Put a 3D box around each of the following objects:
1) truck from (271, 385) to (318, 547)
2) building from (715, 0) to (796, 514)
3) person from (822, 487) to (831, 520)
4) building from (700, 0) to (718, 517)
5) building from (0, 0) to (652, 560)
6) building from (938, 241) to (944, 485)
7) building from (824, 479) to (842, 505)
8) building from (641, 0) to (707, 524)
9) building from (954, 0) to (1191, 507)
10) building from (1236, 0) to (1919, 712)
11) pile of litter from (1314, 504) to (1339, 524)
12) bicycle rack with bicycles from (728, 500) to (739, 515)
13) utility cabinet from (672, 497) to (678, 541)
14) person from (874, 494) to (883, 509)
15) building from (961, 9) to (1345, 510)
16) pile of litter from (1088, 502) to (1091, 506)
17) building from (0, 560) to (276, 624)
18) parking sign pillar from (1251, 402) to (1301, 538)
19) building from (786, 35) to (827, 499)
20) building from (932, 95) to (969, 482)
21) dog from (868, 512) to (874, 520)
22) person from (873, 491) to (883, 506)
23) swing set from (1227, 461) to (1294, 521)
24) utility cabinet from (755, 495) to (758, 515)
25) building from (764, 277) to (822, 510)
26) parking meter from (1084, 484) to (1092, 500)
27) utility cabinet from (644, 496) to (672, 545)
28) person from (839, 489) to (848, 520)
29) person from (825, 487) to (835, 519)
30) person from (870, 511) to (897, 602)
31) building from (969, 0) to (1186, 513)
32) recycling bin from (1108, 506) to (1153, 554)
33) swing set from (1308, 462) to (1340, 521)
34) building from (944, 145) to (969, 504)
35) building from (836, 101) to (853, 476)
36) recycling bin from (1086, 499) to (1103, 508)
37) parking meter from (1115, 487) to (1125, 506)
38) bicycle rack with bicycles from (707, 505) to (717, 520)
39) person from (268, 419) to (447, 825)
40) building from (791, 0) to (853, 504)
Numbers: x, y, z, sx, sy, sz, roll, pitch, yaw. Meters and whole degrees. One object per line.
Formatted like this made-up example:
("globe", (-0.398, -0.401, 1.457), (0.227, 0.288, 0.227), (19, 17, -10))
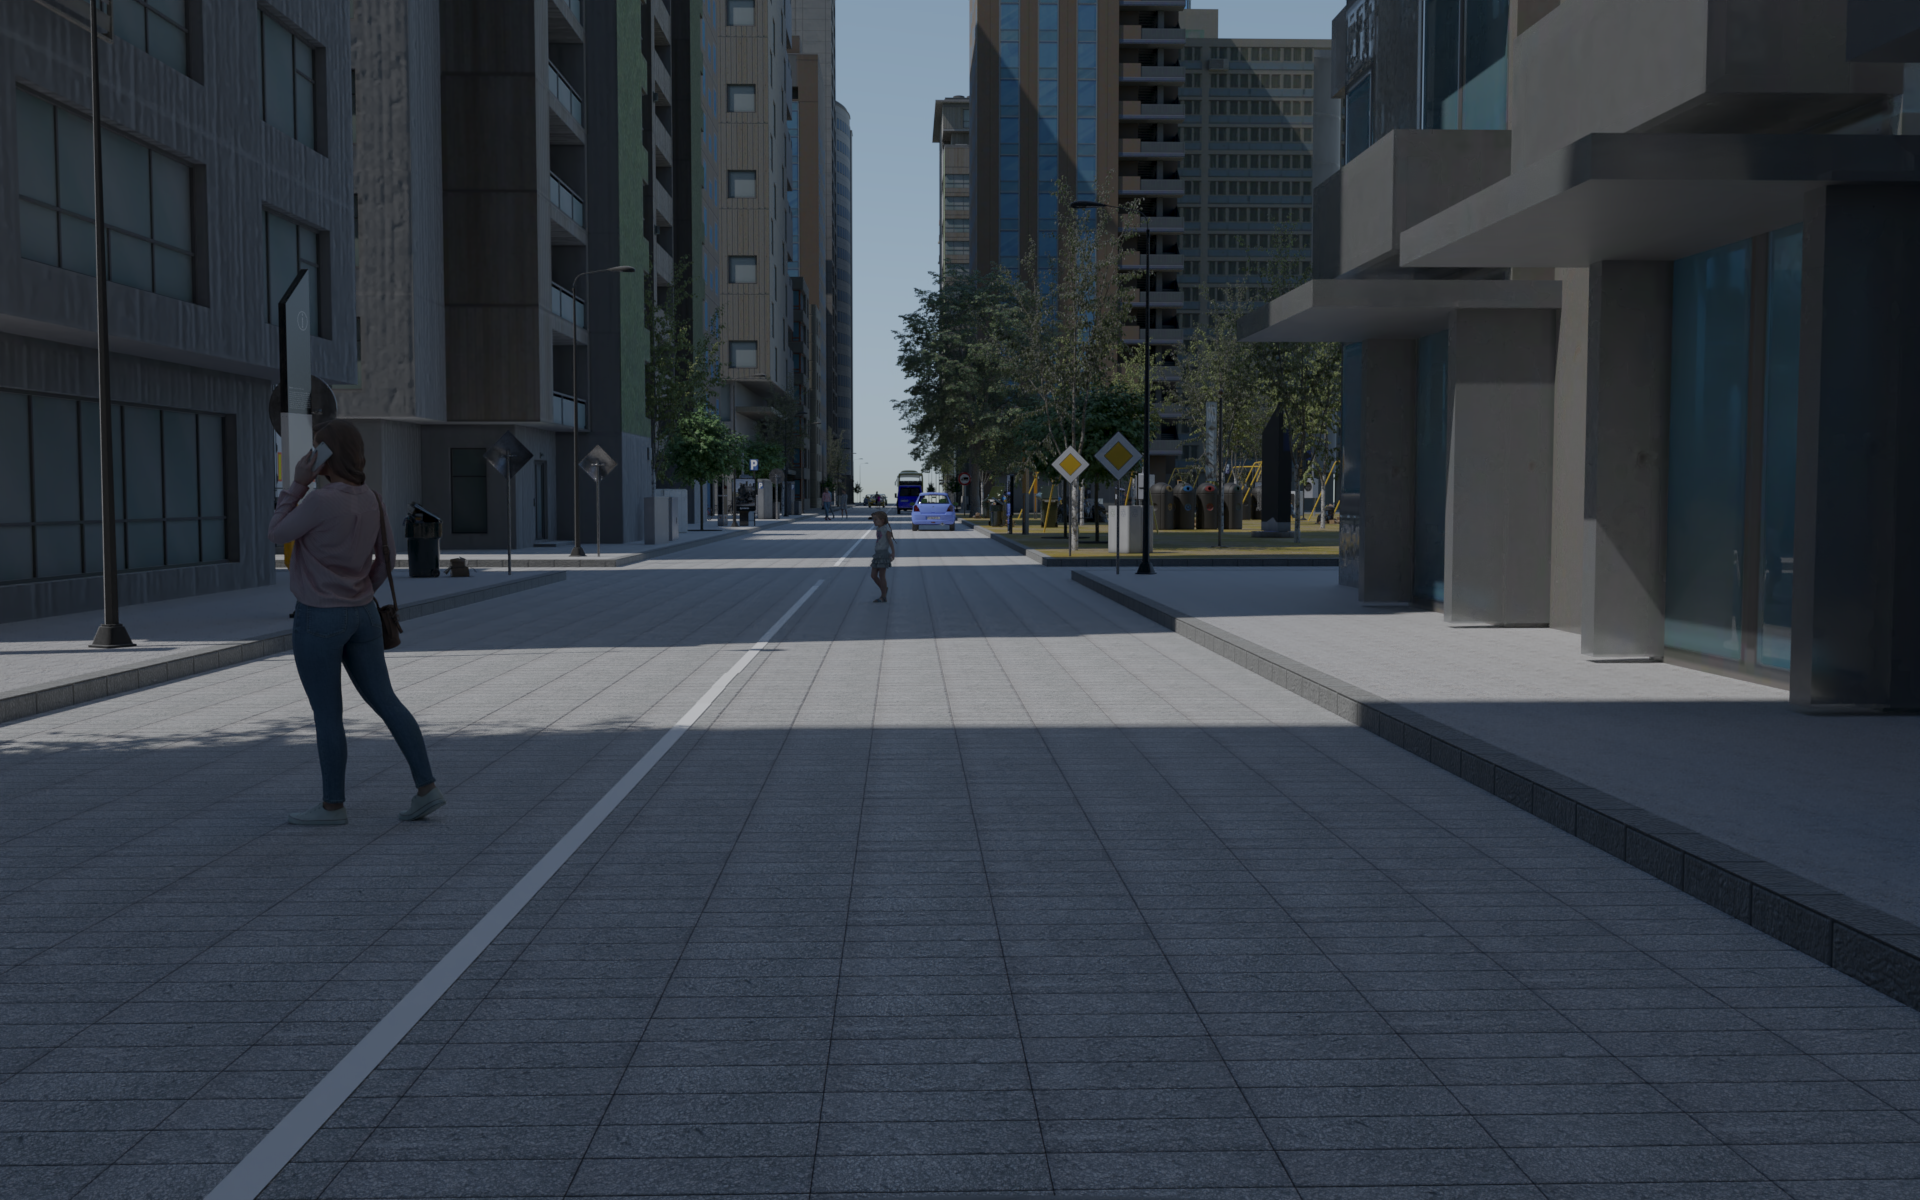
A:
("truck", (-17.519, -2.562, 30.807), (11.283, 4.237, 2.839), (0, 4, -4))
("building", (-26.000, -32.633, 122.793), (28.713, 52.752, 27.495), (0, 4, -2))
("person", (-7.266, -5.245, 94.261), (0.555, 1.821, 0.388), (-3, 4, -37))
("building", (-20.667, -27.089, 93.021), (14.600, 45.320, 14.200), (0, 4, -2))
("building", (-15.666, -21.895, 41.580), (14.154, 41.232, 14.086), (0, 4, -2))
("building", (7.921, -36.746, 255.419), (22.147, 44.769, 28.867), (0, 4, -2))
("building", (-30.466, -31.443, 205.968), (32.217, 40.220, 23.993), (0, 4, -2))
("building", (-18.385, -18.332, 71.423), (14.160, 30.474, 14.107), (0, 4, -2))
("building", (10.978, -52.371, 168.931), (22.319, 86.520, 31.000), (0, 4, -2))
("building", (15.319, -23.920, 10.702), (23.786, 49.044, 30.456), (0, 4, -2))
("pile of litter", (16.151, -3.730, 74.951), (1.719, 0.858, 1.176), (0, 4, -1))
("bicycle rack with bicycles", (-14.032, -5.532, 103.836), (2.925, 0.926, 2.852), (-3, 5, -45))
("utility cabinet", (-7.974, -2.234, 47.692), (0.306, 1.237, 1.020), (0, 4, 0))
("person", (-7.519, -9.123, 160.891), (0.991, 1.433, 0.599), (-1, 4, -18))
("building", (16.391, -27.595, 143.058), (32.217, 40.220, 23.993), (0, 4, -2))
("pile of litter", (6.693, -4.934, 94.640), (1.176, 0.858, 1.719), (0, 4, 0))
("building", (-15.573, -20.572, 19.952), (14.086, 41.232, 14.154), (0, 4, -2))
("parking sign pillar", (9.363, -3.839, 51.245), (1.447, 3.967, 1.447), (-1, 4, -12))
("building", (-20.701, -32.020, 173.635), (14.600, 45.320, 14.200), (0, 4, -2))
("building", (10.938, -39.015, 227.129), (28.713, 52.752, 27.495), (0, 4, -2))
("dog", (-4.876, -4.667, 96.497), (0.550, 0.427, 0.748), (0, 4, 7))
("person", (-8.192, -9.971, 172.312), (1.217, 1.735, 0.721), (2, 4, 34))
("swing set", (14.472, -5.260, 83.620), (2.862, 2.851, 3.119), (0, 4, 3))
("utility cabinet", (-13.050, -5.902, 107.656), (1.020, 1.237, 0.306), (-2, 4, -31))
("building", (-26.739, -18.767, 151.881), (27.650, 21.520, 28.899), (0, 4, -2))
("parking meter", (7.184, -5.580, 96.942), (0.399, 1.863, 0.255), (-1, 4, -8))
("utility cabinet", (-7.795, -2.036, 44.447), (0.306, 1.237, 1.020), (1, 4, 11))
("person", (-6.507, -5.374, 97.119), (0.466, 1.731, 0.760), (1, 4, 12))
("person", (-7.702, -5.691, 101.403), (0.748, 1.841, 0.638), (3, 5, 43))
("person", (-0.969, -0.576, 22.938), (0.382, 1.210, 0.505), (-2, 4, -35))
("building", (7.820, -28.957, 123.559), (14.600, 45.320, 14.200), (0, 4, -2))
("recycling bin", (3.715, -1.536, 37.675), (0.722, 1.027, 0.722), (-2, 4, -33))
("swing set", (17.993, -5.067, 80.458), (2.862, 2.851, 3.119), (-1, 4, -9))
("building", (5.047, -31.942, 205.843), (14.154, 41.232, 14.086), (0, 4, -2))
("building", (-26.546, -43.468, 252.701), (21.231, 58.520, 28.212), (0, 4, -2))
("recycling bin", (7.479, -5.116, 96.198), (0.722, 1.027, 0.722), (2, 4, 27))
("parking meter", (5.721, -3.275, 61.957), (0.372, 1.533, 0.369), (0, 3, 0))
("bicycle rack with bicycles", (-13.714, -4.359, 84.652), (2.852, 0.926, 2.925), (-2, 4, -33))
("person", (-2.590, 0.098, 7.491), (0.643, 1.750, 0.593), (1, 4, 21))
("building", (-24.448, -48.303, 228.003), (20.563, 71.187, 20.611), (0, 4, -2))
